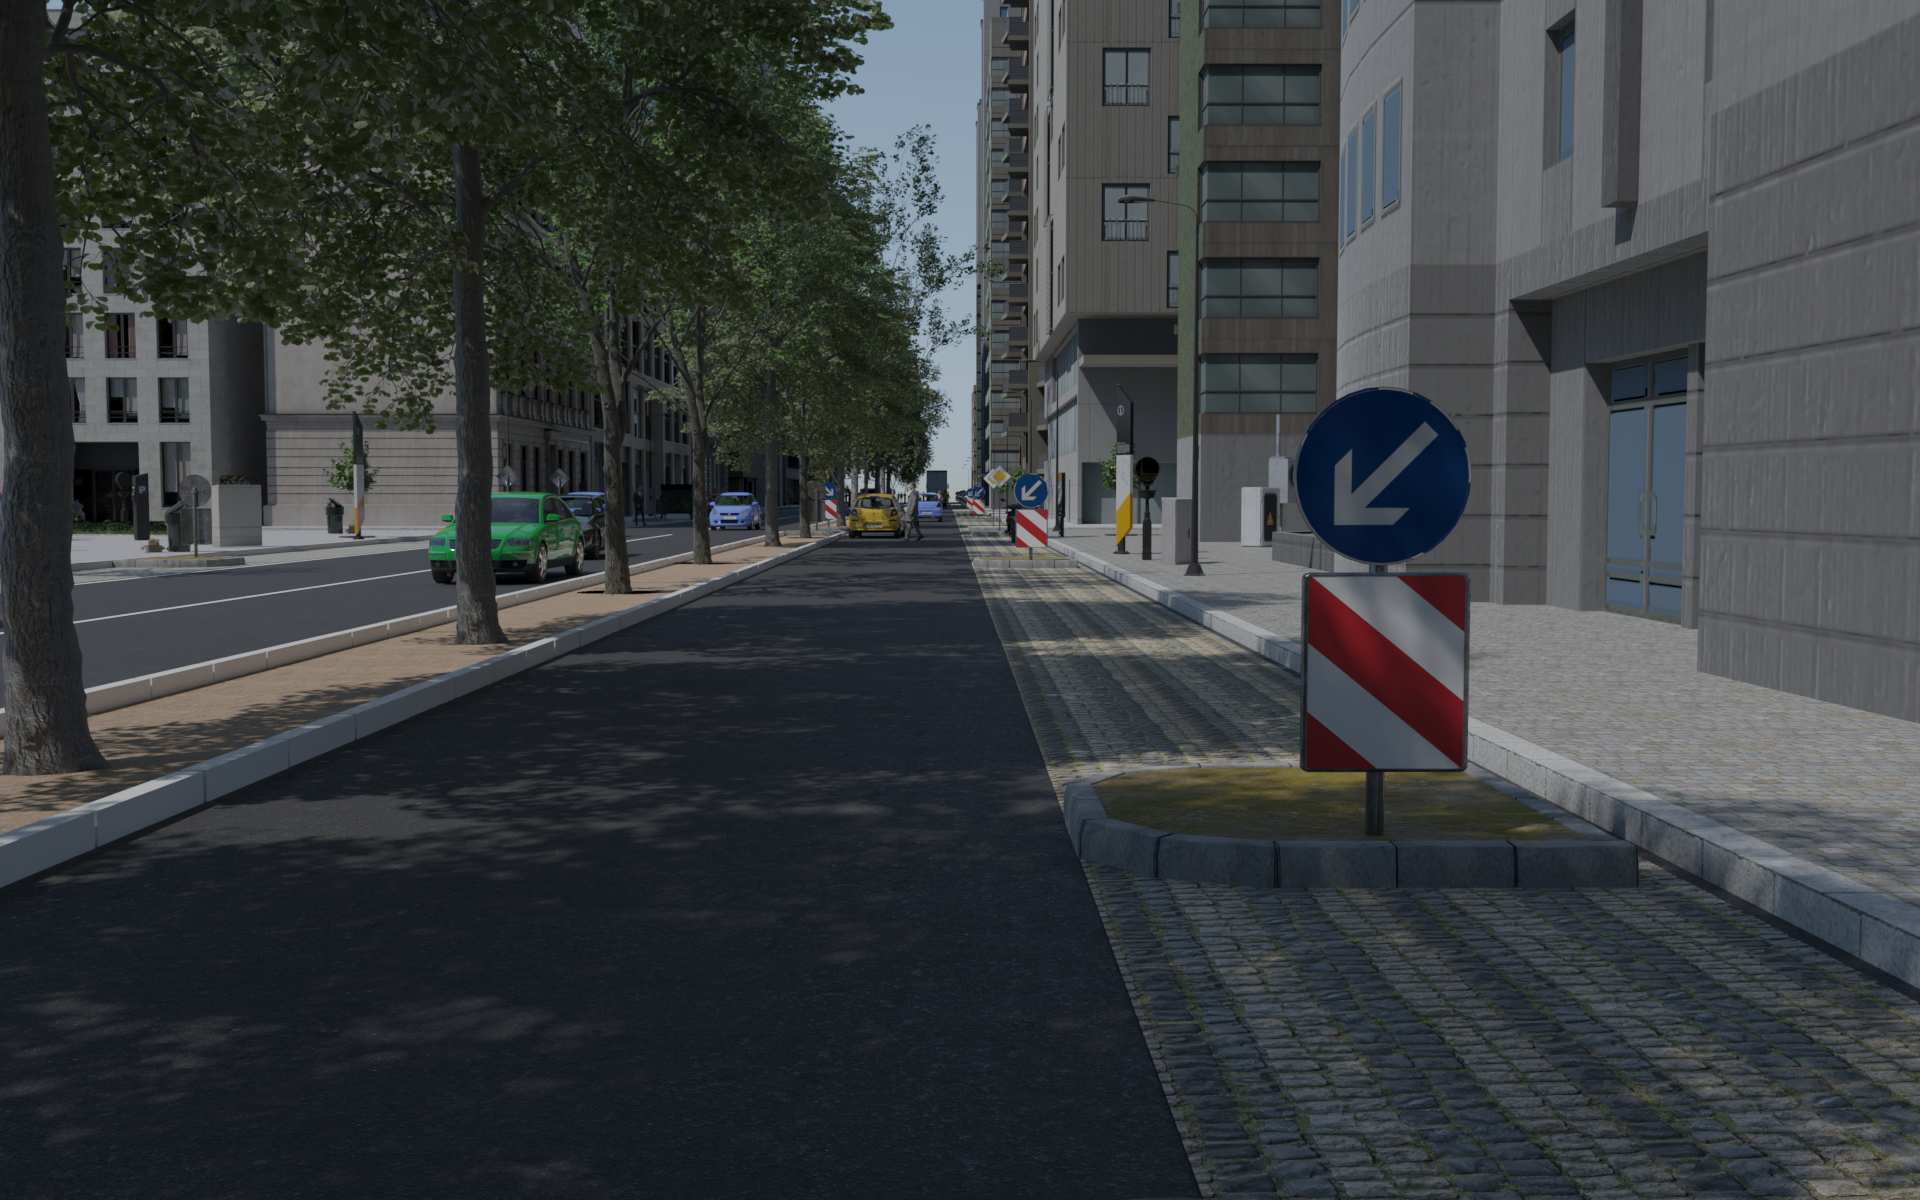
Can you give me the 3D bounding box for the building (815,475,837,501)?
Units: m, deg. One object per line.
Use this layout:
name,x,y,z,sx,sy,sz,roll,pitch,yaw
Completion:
building,-30.195,-37.530,268.242,22.147,44.769,28.867,0,4,0

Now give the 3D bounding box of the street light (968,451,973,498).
street light,1.907,-13.087,186.505,1.470,5.913,1.316,0,4,0

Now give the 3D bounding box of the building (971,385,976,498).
building,15.877,-27.119,288.429,27.650,21.520,28.899,0,4,0

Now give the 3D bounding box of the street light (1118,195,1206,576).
street light,3.149,-3.336,27.077,1.470,5.913,1.316,0,4,0

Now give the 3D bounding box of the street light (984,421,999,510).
street light,2.465,-8.417,110.163,1.470,5.913,1.316,0,4,0

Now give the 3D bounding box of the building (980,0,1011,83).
building,12.995,-40.494,204.074,21.231,58.520,28.212,0,4,0

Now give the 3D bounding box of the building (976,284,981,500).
building,9.193,-28.533,238.216,14.160,30.474,14.107,0,4,0

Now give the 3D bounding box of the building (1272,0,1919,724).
building,15.749,-29.285,20.809,21.231,58.520,28.212,0,4,0

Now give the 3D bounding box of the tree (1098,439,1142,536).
tree,5.105,-3.599,53.438,1.663,3.219,1.824,0,3,0

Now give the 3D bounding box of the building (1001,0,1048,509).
building,14.326,-28.954,128.017,22.147,44.769,28.867,0,4,0

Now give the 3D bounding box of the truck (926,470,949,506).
truck,-2.757,-13.450,208.827,2.839,4.237,11.283,0,4,0

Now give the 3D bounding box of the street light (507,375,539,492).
street light,-17.115,-5.818,67.673,1.470,5.913,1.316,0,4,0

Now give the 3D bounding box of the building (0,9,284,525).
building,-37.468,-13.279,71.859,16.860,20.320,10.420,0,4,0

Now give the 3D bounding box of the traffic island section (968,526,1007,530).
traffic island section,1.330,-2.786,67.835,2.009,0.180,2.903,0,4,0

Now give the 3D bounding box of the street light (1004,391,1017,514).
street light,2.657,-6.447,77.947,1.470,5.913,1.316,0,4,0

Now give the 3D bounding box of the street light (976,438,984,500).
street light,2.265,-10.418,142.877,1.470,5.913,1.316,0,4,0

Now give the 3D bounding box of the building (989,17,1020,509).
building,9.587,-28.693,152.727,14.154,41.232,14.086,0,4,0

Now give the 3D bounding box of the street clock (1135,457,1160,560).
street clock,3.631,-1.775,33.591,0.471,2.002,0.358,0,4,6

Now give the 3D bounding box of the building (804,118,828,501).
building,-32.509,-39.747,239.100,28.713,52.752,27.495,0,4,0

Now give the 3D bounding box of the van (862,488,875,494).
van,-8.352,-9.713,163.192,2.240,2.365,5.245,0,4,0

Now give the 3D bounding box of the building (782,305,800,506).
building,-29.470,-34.977,195.568,21.300,48.544,21.600,0,4,0

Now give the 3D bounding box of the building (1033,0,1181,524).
building,17.133,-30.188,82.814,27.495,52.752,28.713,0,4,0

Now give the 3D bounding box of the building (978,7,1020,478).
building,13.900,-33.974,175.090,23.786,49.044,30.456,0,4,0

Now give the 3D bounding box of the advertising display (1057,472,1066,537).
advertising display,3.036,-2.852,51.850,0.123,1.923,0.974,0,4,-4

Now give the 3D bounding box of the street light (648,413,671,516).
street light,-17.312,-7.789,99.889,1.470,5.913,1.316,0,4,0

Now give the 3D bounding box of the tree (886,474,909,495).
tree,-5.427,-11.523,141.213,4.360,8.622,3.978,0,3,0

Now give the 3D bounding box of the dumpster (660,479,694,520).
dumpster,-15.693,-5.588,96.315,1.985,2.255,1.502,0,3,0

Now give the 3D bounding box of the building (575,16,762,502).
building,-24.896,-30.526,149.202,14.600,45.320,14.200,0,4,0

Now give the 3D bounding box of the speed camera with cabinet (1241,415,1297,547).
speed camera with cabinet,7.650,-2.947,42.519,0.660,3.252,2.038,3,4,38

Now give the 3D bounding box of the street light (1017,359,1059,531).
street light,2.814,-5.333,59.731,1.470,5.913,1.316,0,4,0

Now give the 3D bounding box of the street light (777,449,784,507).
street light,-17.889,-12.458,176.230,1.470,5.913,1.316,0,4,0

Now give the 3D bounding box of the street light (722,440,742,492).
street light,-17.577,-9.759,132.105,1.470,5.913,1.316,0,4,0

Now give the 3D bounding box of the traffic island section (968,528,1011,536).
traffic island section,1.390,-2.298,59.850,2.009,0.180,2.903,0,4,0

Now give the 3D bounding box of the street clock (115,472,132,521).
street clock,-27.886,-3.254,57.776,0.358,2.002,0.471,3,4,38

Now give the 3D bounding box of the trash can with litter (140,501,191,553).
trash can with litter,-17.441,-1.636,38.141,1.055,1.170,0.624,-3,4,-39

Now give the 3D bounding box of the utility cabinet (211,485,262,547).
utility cabinet,-17.474,-2.028,41.834,0.318,1.500,1.173,2,4,31

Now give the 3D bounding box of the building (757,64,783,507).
building,-29.403,-38.406,169.933,21.231,58.520,28.212,0,4,0

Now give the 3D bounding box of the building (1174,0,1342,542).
building,13.384,-17.160,52.267,14.160,30.474,14.107,0,4,0

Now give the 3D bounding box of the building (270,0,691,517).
building,-28.369,-18.314,103.957,19.350,26.468,34.151,0,4,0

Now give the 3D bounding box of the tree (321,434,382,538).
tree,-17.699,-3.451,51.030,1.663,3.219,1.824,0,3,0

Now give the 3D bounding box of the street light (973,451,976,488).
street light,2.131,-11.116,154.288,1.470,5.913,1.316,0,4,0

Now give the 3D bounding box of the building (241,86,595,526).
building,-22.994,-13.005,77.254,10.561,19.102,19.286,0,4,0

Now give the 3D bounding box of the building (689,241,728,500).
building,-23.712,-18.566,132.435,11.050,23.489,19.941,0,4,0

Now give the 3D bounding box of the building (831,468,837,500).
building,-27.418,-37.127,290.624,14.154,41.232,14.086,0,4,0

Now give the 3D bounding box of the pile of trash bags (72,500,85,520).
pile of trash bags,-31.080,-2.960,58.147,3.447,1.369,1.912,0,4,4

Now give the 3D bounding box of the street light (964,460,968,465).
street light,1.608,-15.068,218.903,1.470,5.913,1.316,0,4,0

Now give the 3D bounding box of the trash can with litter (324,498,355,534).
trash can with litter,-19.924,-2.721,55.877,1.055,1.170,0.624,-2,4,-29

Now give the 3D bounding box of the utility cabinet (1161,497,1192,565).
utility cabinet,4.013,-1.261,31.777,0.306,1.237,1.020,2,4,27

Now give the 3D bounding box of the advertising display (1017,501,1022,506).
advertising display,2.724,-4.531,79.293,0.123,1.923,0.974,0,4,-3

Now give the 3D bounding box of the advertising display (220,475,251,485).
advertising display,-24.827,-3.312,59.365,0.974,1.923,0.123,-2,4,-32
